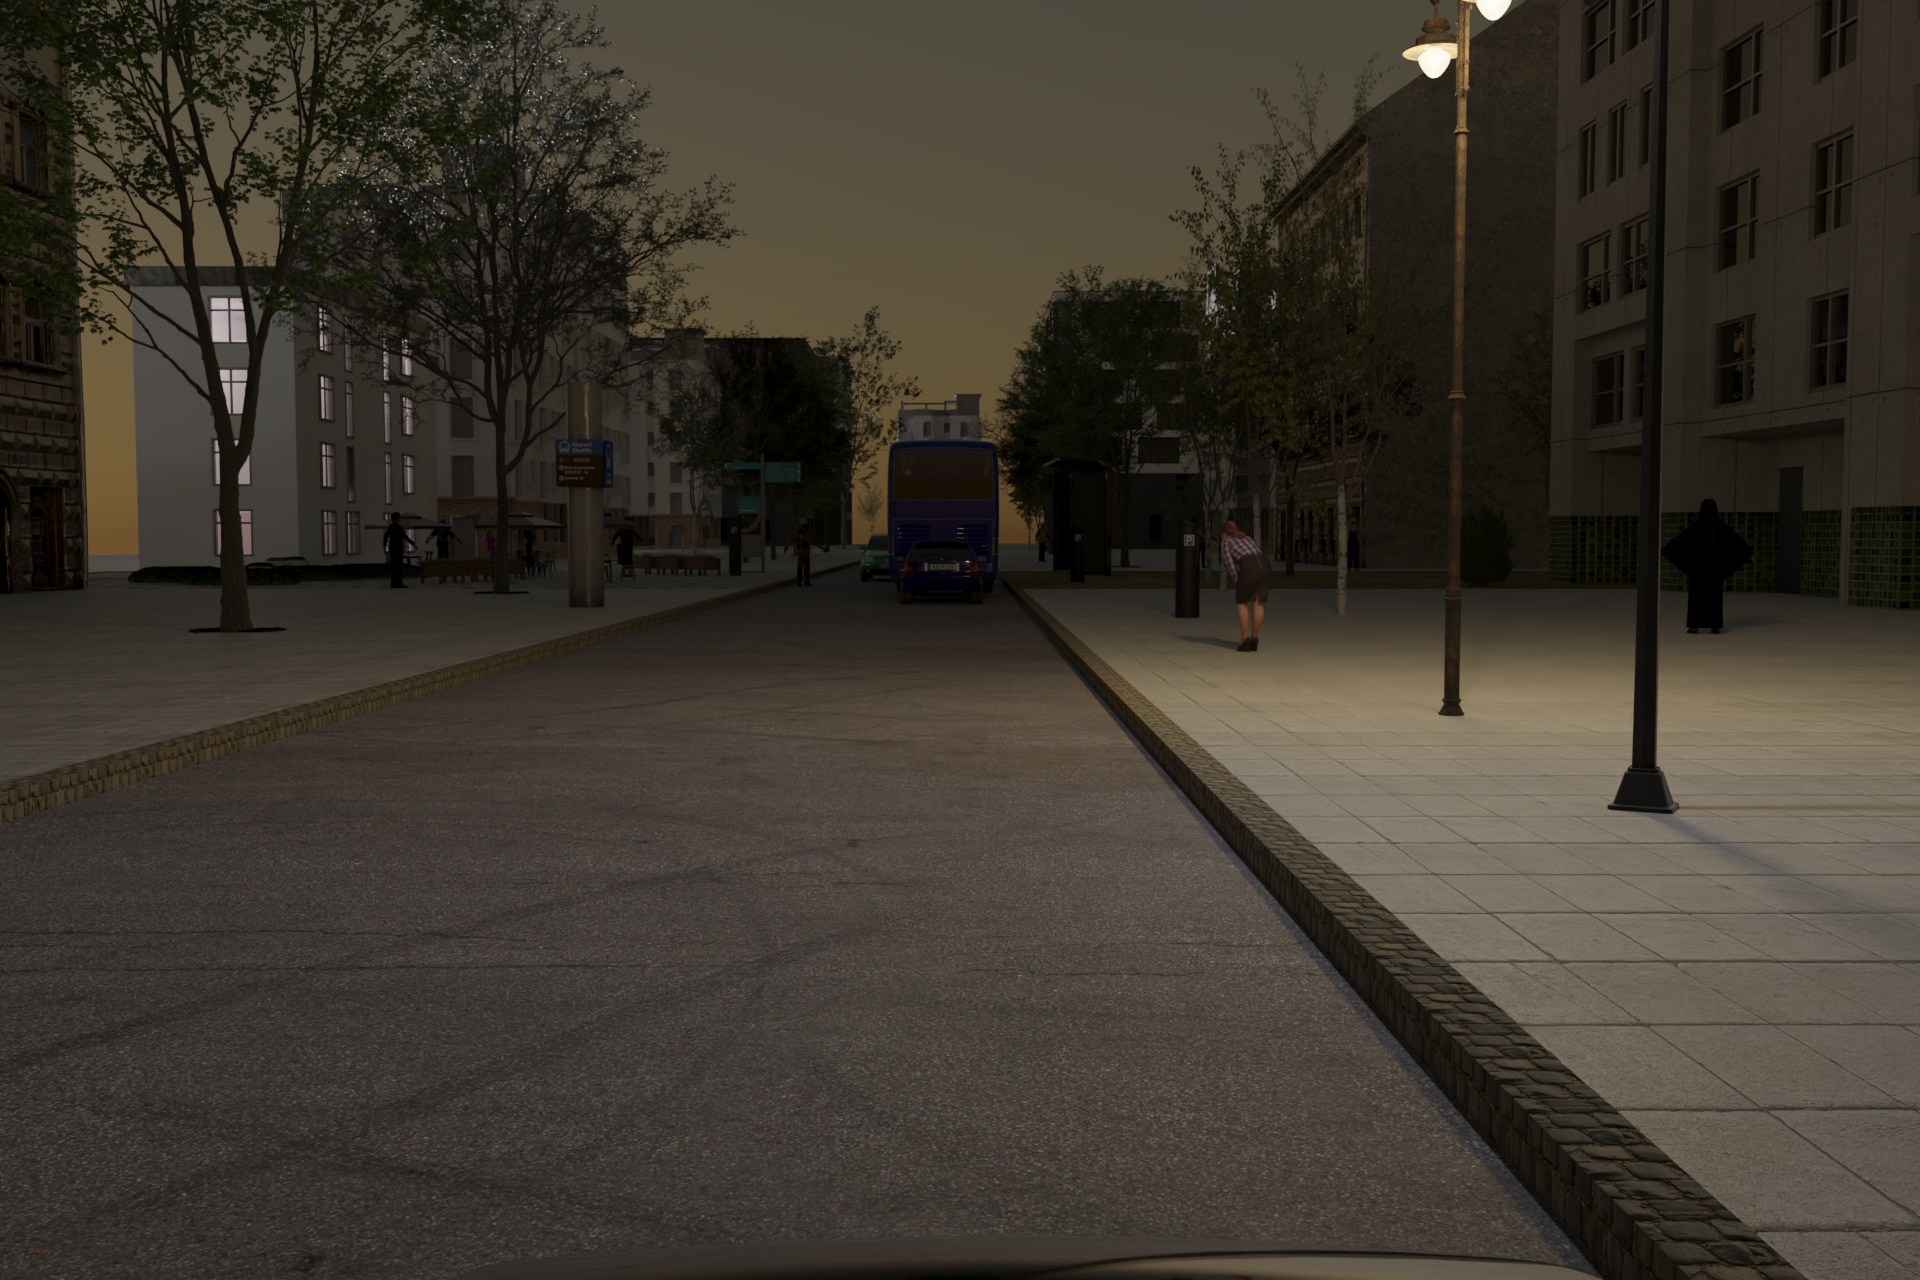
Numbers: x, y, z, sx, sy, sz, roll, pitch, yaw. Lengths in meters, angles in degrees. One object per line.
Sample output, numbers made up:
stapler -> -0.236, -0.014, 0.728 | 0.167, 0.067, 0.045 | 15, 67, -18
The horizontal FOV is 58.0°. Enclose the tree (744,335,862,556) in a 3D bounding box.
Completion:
tree -> -9.229, -11.090, 99.454 | 7.486, 12.596, 7.792 | 0, 3, 0

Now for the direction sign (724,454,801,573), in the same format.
direction sign -> -6.560, -4.246, 58.184 | 2.525, 3.948, 1.411 | 0, 4, 0

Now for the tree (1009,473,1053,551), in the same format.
tree -> 5.656, -11.297, 135.071 | 4.737, 8.622, 4.395 | 0, 3, 0

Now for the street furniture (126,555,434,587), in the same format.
street furniture -> -18.313, -1.908, 46.824 | 5.734, 0.657, 10.072 | 1, 4, 11

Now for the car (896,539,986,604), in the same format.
car -> -0.398, -1.475, 36.693 | 1.945, 1.354, 3.894 | 0, 4, -1

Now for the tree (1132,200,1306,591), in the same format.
tree -> 5.909, -5.386, 38.425 | 4.360, 8.622, 3.978 | 0, 3, 0

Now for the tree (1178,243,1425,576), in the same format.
tree -> 10.416, -7.287, 53.557 | 8.767, 10.594, 7.601 | 2, 4, 31

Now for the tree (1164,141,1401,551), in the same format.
tree -> 5.860, -5.044, 32.828 | 4.737, 8.622, 4.395 | 0, 3, 0

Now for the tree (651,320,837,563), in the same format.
tree -> -9.543, -8.675, 76.250 | 8.767, 10.594, 7.601 | 0, 4, -1

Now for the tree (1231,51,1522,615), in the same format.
tree -> 5.942, -4.711, 27.395 | 4.360, 8.622, 3.978 | 0, 3, 0

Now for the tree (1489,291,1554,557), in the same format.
tree -> 18.510, -6.294, 53.266 | 4.737, 8.622, 4.395 | 0, 3, 0

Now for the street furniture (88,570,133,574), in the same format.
street furniture -> -29.473, -2.441, 46.770 | 9.812, 1.723, 11.010 | 2, 4, 32

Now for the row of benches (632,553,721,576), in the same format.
row of benches -> -8.909, -2.378, 54.336 | 1.422, 0.672, 4.104 | -3, 5, -45

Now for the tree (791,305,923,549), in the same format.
tree -> -9.344, -17.665, 144.717 | 12.611, 20.169, 13.585 | 0, 3, 0

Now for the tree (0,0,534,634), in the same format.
tree -> -9.514, -5.922, 22.579 | 9.928, 11.665, 9.643 | 0, 3, 0

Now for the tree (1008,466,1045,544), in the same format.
tree -> 10.473, -18.808, 233.272 | 9.928, 11.665, 9.643 | 0, 3, 0

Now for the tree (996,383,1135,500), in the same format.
tree -> 5.653, -10.091, 99.404 | 8.767, 10.594, 7.601 | 0, 4, -4

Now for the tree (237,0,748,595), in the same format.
tree -> -9.736, -7.742, 36.956 | 12.009, 13.543, 11.850 | 0, 3, 0

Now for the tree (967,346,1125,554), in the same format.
tree -> 5.646, -12.178, 109.480 | 12.009, 13.543, 11.850 | 0, 3, 0

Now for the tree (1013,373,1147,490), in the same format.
tree -> 5.889, -9.463, 89.130 | 7.601, 10.594, 8.767 | -3, 5, -41

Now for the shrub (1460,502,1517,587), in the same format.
shrub -> 12.839, -2.356, 42.558 | 1.661, 2.075, 1.752 | 0, 3, 0

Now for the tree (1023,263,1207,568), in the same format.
tree -> 6.297, -8.604, 66.428 | 9.928, 11.665, 9.643 | 0, 3, 0

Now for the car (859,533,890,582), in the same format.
car -> -2.129, -2.745, 53.680 | 1.959, 1.807, 4.718 | 0, 3, 0

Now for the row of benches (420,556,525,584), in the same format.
row of benches -> -13.090, -1.898, 46.490 | 1.422, 0.672, 4.104 | 1, 4, 18

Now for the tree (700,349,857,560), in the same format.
tree -> -9.284, -9.307, 86.580 | 8.767, 10.594, 7.601 | 0, 4, 0

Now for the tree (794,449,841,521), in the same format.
tree -> -9.731, -9.793, 110.479 | 4.737, 8.622, 4.395 | 0, 3, 0

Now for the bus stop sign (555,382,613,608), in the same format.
bus stop sign -> -6.577, -2.531, 30.400 | 0.837, 3.901, 0.837 | 0, 4, -1

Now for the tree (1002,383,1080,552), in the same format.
tree -> 6.503, -12.709, 125.915 | 7.486, 12.596, 7.792 | 0, 3, 0

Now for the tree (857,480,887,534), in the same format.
tree -> -11.999, -17.399, 234.832 | 4.737, 8.622, 4.395 | 0, 3, 0

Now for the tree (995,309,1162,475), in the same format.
tree -> 5.592, -9.292, 77.685 | 9.928, 11.665, 9.643 | 0, 3, 0

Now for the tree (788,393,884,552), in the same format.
tree -> -9.389, -12.083, 123.307 | 9.928, 11.665, 9.643 | 0, 3, 0

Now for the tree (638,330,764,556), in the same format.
tree -> -9.698, -6.810, 61.706 | 4.360, 8.622, 3.978 | 0, 3, 0

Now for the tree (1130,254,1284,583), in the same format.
tree -> 6.626, -5.832, 45.716 | 4.360, 8.622, 3.978 | 0, 3, 0
